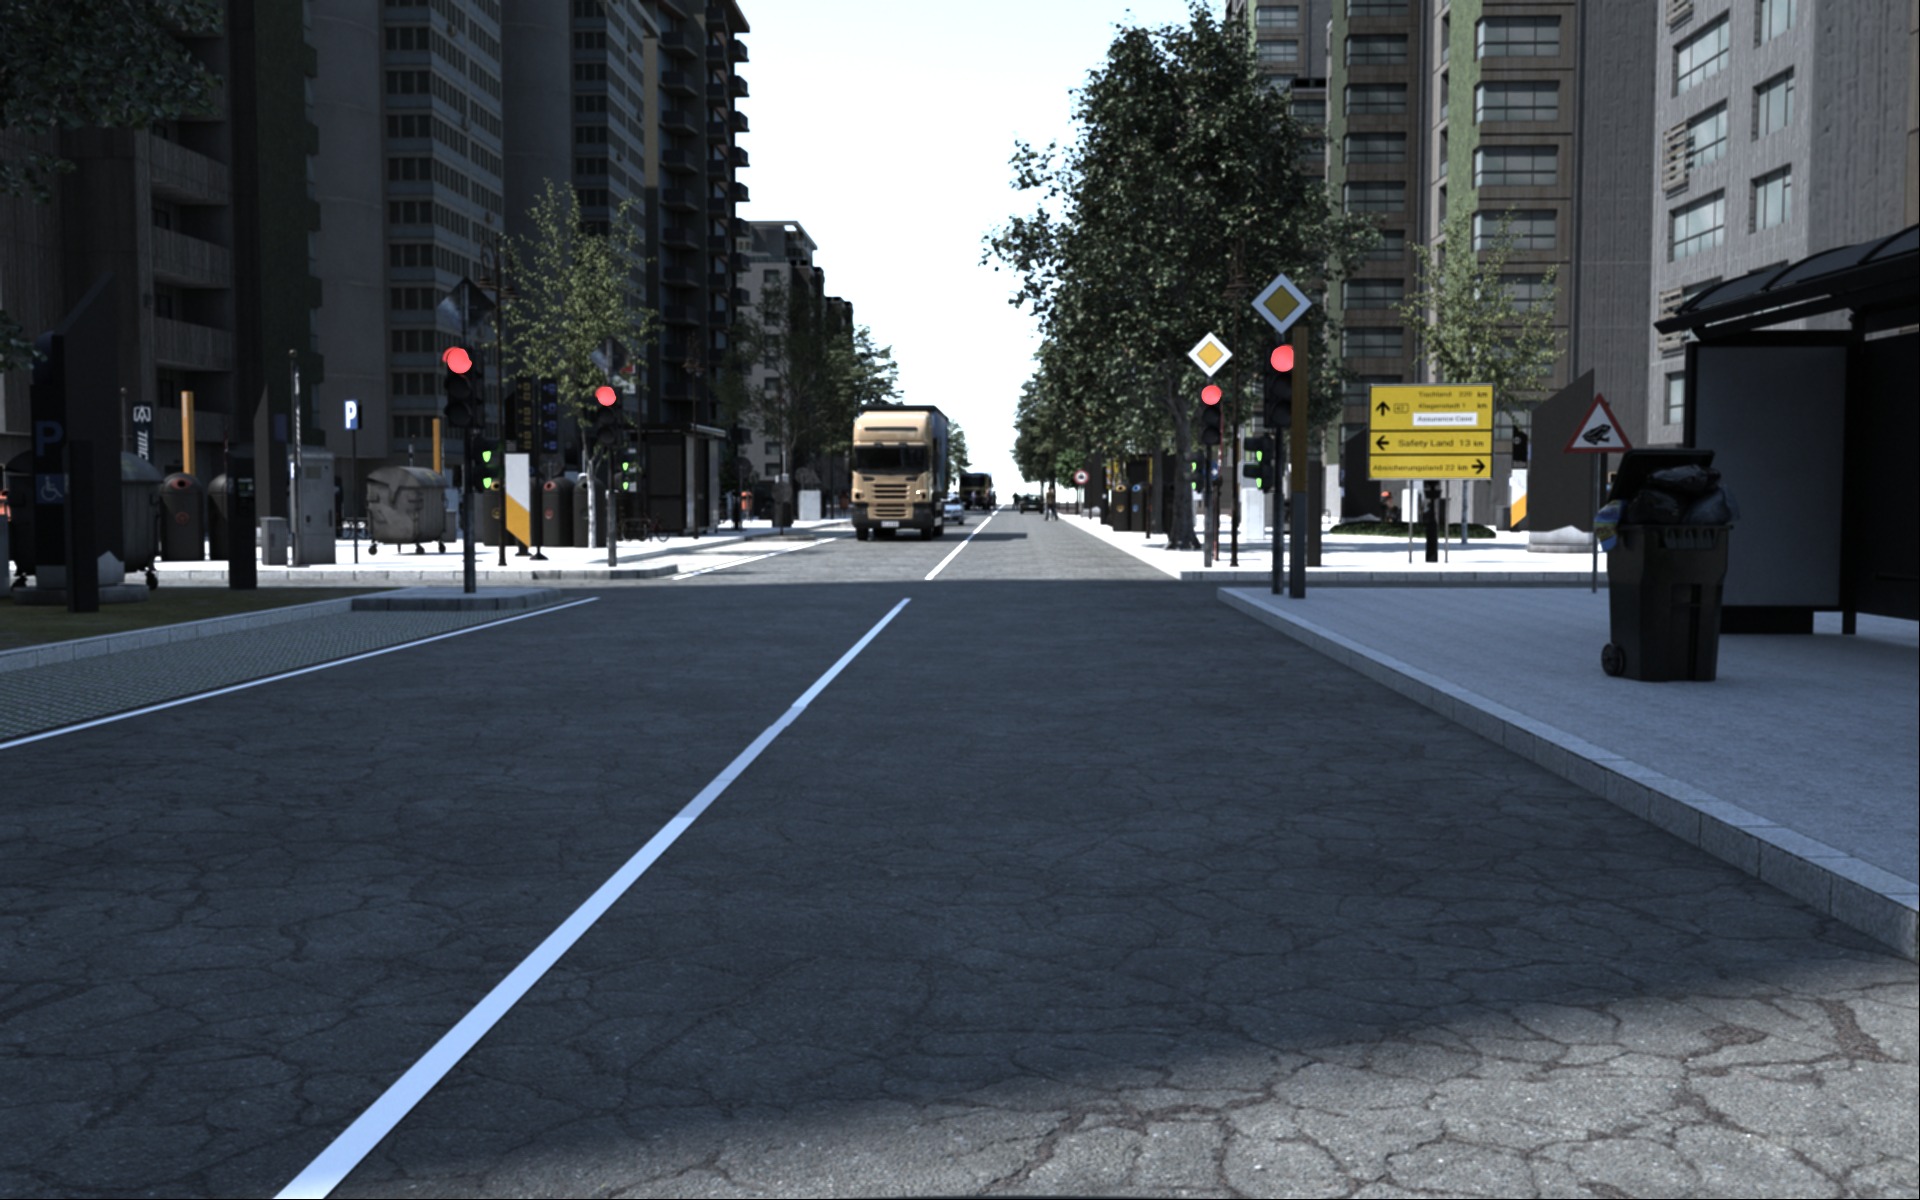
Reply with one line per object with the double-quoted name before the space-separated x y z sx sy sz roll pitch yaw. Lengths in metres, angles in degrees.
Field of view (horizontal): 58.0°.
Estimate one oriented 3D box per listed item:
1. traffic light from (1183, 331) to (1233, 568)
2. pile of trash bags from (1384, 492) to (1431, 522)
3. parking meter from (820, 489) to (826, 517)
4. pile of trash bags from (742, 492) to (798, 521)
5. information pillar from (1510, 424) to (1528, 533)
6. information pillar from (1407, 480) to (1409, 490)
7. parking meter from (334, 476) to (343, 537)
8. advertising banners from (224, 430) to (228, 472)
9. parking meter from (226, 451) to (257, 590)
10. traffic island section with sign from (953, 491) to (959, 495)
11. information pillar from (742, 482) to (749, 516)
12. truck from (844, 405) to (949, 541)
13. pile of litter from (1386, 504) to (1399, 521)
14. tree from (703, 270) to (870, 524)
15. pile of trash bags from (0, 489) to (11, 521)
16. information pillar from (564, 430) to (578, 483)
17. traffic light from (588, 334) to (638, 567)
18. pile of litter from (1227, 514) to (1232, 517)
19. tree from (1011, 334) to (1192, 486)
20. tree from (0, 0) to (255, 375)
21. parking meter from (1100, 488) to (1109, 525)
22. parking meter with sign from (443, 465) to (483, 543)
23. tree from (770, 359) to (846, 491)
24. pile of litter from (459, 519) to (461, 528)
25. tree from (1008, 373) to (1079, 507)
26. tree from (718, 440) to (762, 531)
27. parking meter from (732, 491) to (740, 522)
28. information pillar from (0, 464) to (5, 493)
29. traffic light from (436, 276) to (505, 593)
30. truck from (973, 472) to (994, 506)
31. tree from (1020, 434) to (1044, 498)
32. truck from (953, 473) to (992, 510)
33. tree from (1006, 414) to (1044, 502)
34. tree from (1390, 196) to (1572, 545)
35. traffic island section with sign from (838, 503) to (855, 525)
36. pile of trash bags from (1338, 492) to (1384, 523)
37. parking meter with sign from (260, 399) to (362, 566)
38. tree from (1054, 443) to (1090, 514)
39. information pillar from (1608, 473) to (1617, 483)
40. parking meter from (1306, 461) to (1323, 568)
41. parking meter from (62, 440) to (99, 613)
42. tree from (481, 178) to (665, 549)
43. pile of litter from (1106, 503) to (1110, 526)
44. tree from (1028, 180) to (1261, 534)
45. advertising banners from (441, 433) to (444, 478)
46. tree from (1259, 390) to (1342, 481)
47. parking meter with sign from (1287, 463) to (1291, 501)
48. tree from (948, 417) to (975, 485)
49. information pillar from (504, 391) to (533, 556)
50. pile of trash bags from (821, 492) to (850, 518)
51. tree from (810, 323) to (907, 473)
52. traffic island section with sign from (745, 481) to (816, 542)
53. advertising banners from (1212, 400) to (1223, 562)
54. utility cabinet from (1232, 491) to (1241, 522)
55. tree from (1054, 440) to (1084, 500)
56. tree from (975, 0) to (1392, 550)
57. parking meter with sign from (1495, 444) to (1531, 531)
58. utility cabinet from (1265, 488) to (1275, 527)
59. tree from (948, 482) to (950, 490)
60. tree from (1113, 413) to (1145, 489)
"traffic light" 4.303 -2.517 30.071 0.839 4.253 0.868 0 4 2
"pile of trash bags" 18.192 -3.607 68.732 1.912 1.369 3.447 2 4 23
"parking meter" -7.647 -5.567 96.730 0.255 1.863 0.399 -2 4 -31
"pile of trash bags" -9.189 -4.580 84.641 3.447 1.369 1.912 -3 4 -38
"information pillar" 18.577 -4.050 57.567 0.504 3.616 0.183 1 4 16
"information pillar" 22.336 -4.973 85.798 0.304 2.012 0.304 -3 5 -43
"parking meter" -18.456 -2.782 51.202 0.399 1.863 0.255 -2 4 -32
"advertising banners" -19.629 -3.091 46.723 0.090 3.025 2.074 -2 4 -32
"parking meter" -9.665 -1.076 23.297 0.255 1.863 0.399 -3 5 -44
"traffic island section with sign" 0.410 -14.150 239.975 1.989 1.847 2.006 0 4 2
"information pillar" -12.165 -5.729 98.155 0.304 2.012 0.304 3 4 37
"truck" -1.874 -4.142 56.639 2.839 4.237 11.283 0 4 2
"pile of litter" 18.382 -3.699 74.451 1.719 0.858 1.176 -3 4 -36
"tree" -7.436 -8.498 73.359 8.767 10.594 7.601 2 4 33
"pile of trash bags" -19.185 -1.455 33.550 3.447 1.369 1.912 2 4 27
"information pillar" -14.172 -4.388 63.092 0.504 3.616 0.183 -1 4 -22
"traffic light" -6.104 -2.536 30.379 0.839 4.253 0.868 0 4 2
"pile of litter" 15.370 -4.955 94.980 1.176 0.858 1.719 -2 4 -33
"tree" 6.833 -8.571 74.541 7.601 10.594 8.767 2 4 23
"tree" -9.573 -6.436 11.887 9.857 13.997 8.962 0 3 0
"parking meter" 6.038 -3.904 72.249 0.372 1.533 0.369 0 3 0
"parking meter with sign" -12.755 -3.019 45.620 1.738 3.016 0.543 -1 4 -12
"tree" -7.645 -8.546 90.086 4.360 8.622 3.978 0 3 0
"pile of litter" -18.862 -3.178 65.933 1.719 0.858 1.176 -3 5 -39
"tree" 9.306 -16.286 172.925 9.857 13.997 8.962 0 3 0
"tree" -8.047 -4.039 60.634 1.663 3.219 1.824 0 3 0
"parking meter" -10.173 -4.309 78.869 0.372 1.533 0.369 0 3 0
"information pillar" -23.560 -2.314 42.330 0.304 2.012 0.304 2 4 24
"traffic light" -6.353 -2.048 22.398 0.839 4.253 0.868 0 4 2
"truck" 2.969 -13.613 212.329 2.967 4.110 18.799 0 4 3
"tree" 12.005 -19.956 252.040 9.928 11.665 9.643 0 3 0
"truck" 1.334 -9.935 158.360 3.469 3.379 9.791 0 4 3
"tree" 11.309 -20.020 237.689 12.009 13.543 11.850 0 3 0
"tree" 13.059 -5.711 43.735 4.737 8.622 4.395 0 3 0
"traffic island section with sign" -4.590 -4.387 80.351 1.989 1.847 2.006 0 4 2
"pile of trash bags" 18.676 -4.207 78.534 1.912 1.369 3.447 3 5 40
"parking meter with sign" -11.826 -2.159 31.560 1.738 3.016 0.543 -3 5 -44
"tree" 7.553 -7.806 111.349 4.285 4.588 4.351 0 3 0
"information pillar" 22.359 -3.352 59.304 0.304 2.012 0.304 1 4 16
"parking meter" 6.216 -1.509 30.386 0.255 1.863 0.399 1 4 13
"parking meter" -9.597 -0.806 18.897 0.255 1.863 0.399 -3 5 -39
"tree" -8.722 -5.498 40.248 4.737 8.622 4.395 0 3 0
"pile of litter" 6.551 -3.472 70.740 1.176 0.858 1.719 2 4 31
"tree" 6.013 -8.396 55.396 7.486 12.596 7.792 0 3 0
"advertising banners" -14.764 -3.247 49.273 0.090 3.025 2.074 -1 4 -12
"tree" 17.002 -8.372 87.245 4.360 8.622 3.978 0 3 0
"parking meter with sign" 19.022 -6.247 98.402 0.543 3.016 1.738 1 4 23
"tree" -1.436 -20.575 254.533 7.486 12.596 7.792 0 3 0
"information pillar" -9.083 -2.706 35.600 0.504 3.616 0.183 0 4 -4
"pile of trash bags" -7.563 -5.041 92.179 3.447 1.369 1.912 0 4 2
"tree" -6.974 -12.055 115.223 7.486 12.596 7.792 0 3 0
"traffic island section with sign" -5.440 -2.707 52.892 1.989 1.847 2.006 0 4 2
"advertising banners" 4.925 -2.263 33.192 0.090 3.025 2.074 0 4 5
"utility cabinet" 12.891 -4.260 78.326 1.173 1.500 0.318 2 4 31
"tree" 9.123 -11.066 131.290 4.360 8.622 3.978 0 3 0
"tree" 5.186 -7.532 40.163 9.611 12.733 9.660 0 3 0
"parking meter with sign" 19.322 -3.895 59.952 1.738 3.016 0.543 -2 4 -30
"utility cabinet" 11.820 -3.554 66.792 0.318 1.500 1.173 2 4 33
"tree" -2.106 -14.884 237.949 1.663 3.219 1.824 0 3 0
"tree" 7.551 -8.053 82.032 4.737 8.622 4.395 0 3 0
